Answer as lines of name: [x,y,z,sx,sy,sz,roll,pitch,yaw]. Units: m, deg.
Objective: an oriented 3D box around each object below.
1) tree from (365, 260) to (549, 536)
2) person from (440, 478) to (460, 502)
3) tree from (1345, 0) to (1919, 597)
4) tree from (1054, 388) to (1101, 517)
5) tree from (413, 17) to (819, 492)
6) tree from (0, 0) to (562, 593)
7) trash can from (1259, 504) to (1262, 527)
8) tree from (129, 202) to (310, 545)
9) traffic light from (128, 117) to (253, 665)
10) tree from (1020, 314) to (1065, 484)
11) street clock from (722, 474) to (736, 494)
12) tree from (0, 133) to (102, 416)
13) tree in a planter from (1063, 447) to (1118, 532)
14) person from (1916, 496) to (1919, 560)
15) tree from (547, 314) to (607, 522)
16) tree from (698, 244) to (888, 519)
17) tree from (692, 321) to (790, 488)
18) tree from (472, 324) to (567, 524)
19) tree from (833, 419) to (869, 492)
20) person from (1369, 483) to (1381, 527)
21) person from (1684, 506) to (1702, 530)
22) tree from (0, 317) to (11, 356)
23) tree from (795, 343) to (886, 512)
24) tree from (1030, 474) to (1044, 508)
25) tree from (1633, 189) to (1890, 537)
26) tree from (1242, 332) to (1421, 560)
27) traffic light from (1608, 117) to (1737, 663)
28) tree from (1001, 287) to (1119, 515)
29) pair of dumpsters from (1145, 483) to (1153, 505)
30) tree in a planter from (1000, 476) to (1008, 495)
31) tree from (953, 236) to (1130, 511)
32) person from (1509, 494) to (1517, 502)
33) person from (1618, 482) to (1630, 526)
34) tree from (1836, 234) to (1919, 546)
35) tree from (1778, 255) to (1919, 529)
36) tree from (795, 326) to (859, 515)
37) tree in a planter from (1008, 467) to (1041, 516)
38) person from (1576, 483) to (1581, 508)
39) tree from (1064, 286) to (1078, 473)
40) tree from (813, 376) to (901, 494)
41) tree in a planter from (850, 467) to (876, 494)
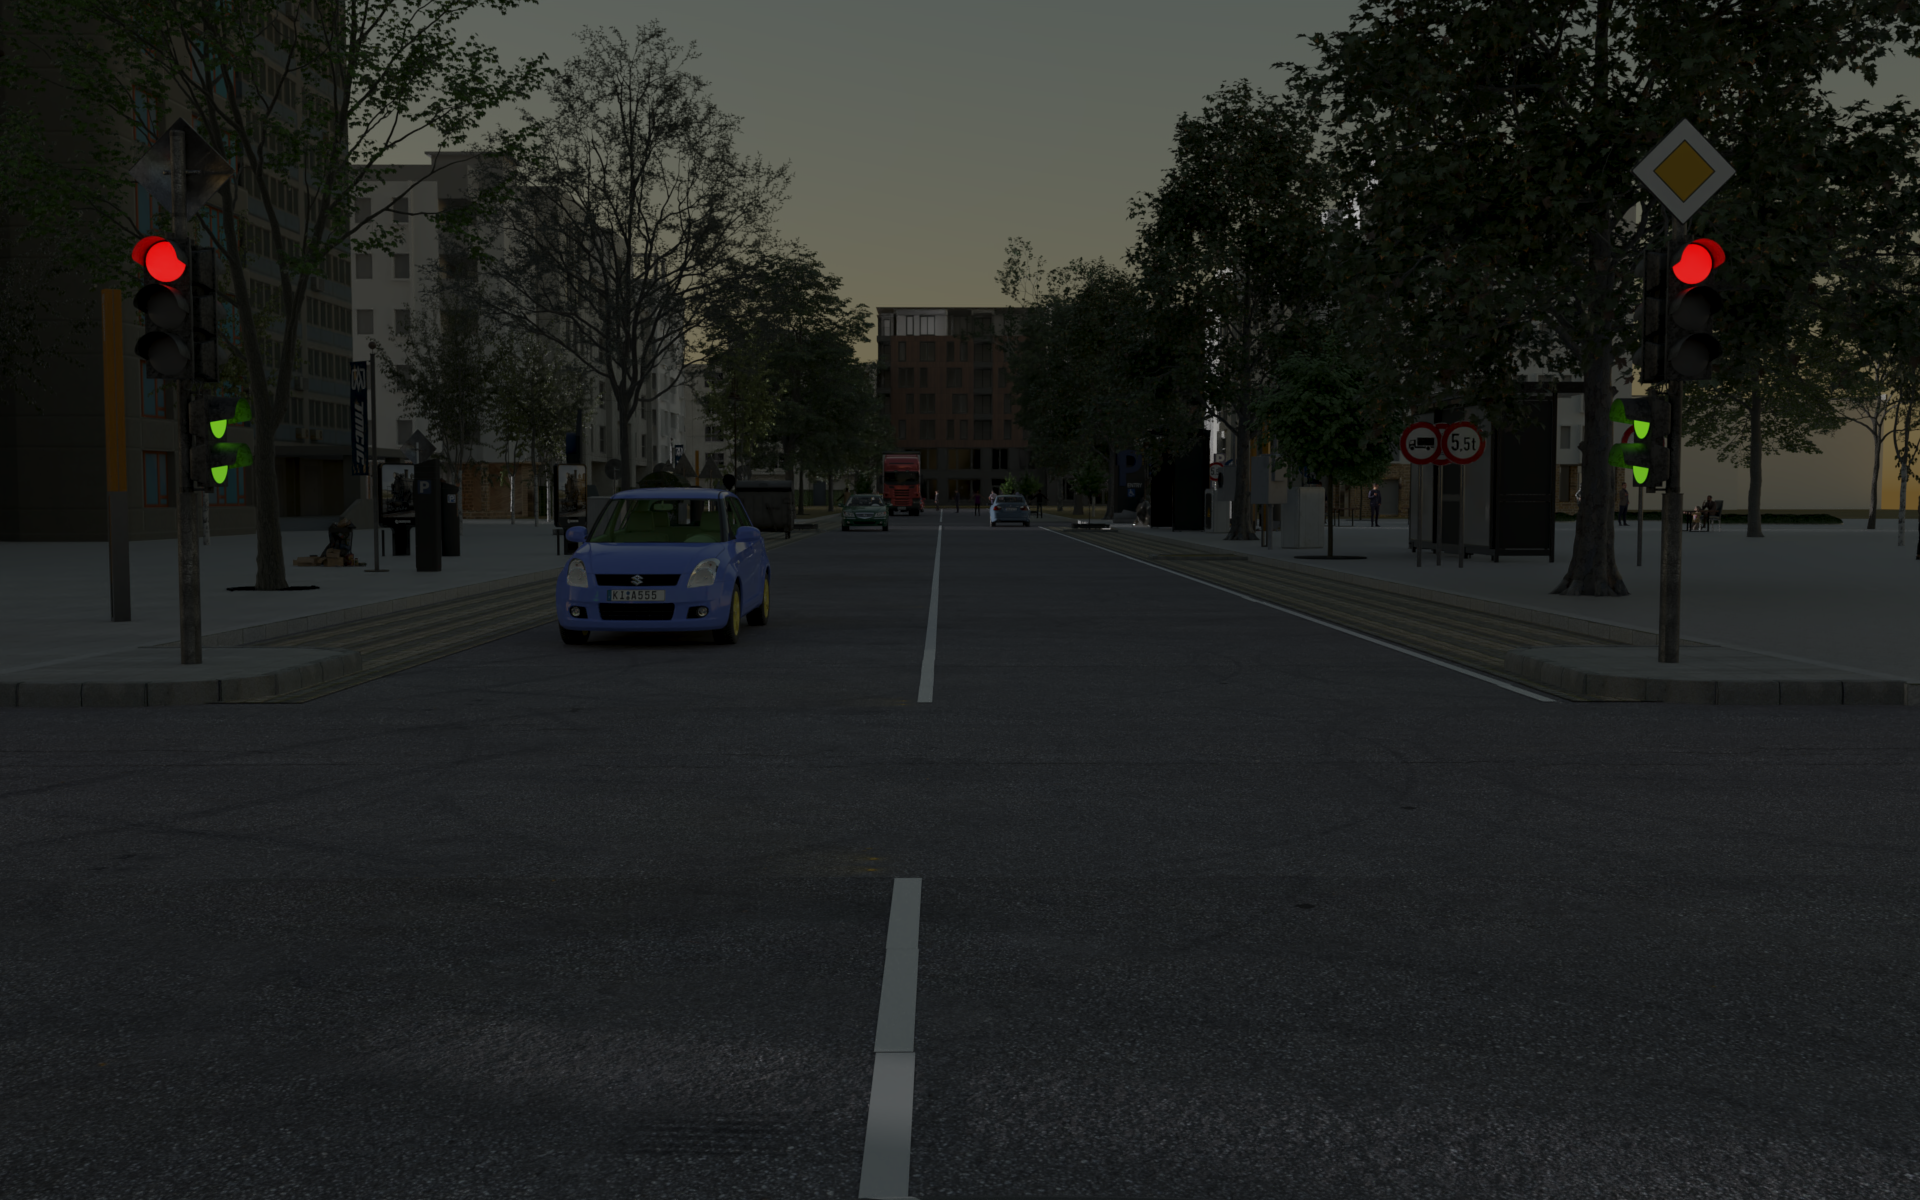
tree: [-15.690,-6.298,53.327,4.360,8.622,3.978,0,3,0]
person: [-14.162,-2.519,48.033,0.742,1.727,0.445,0,4,4]
tree: [8.178,-6.414,21.880,9.611,12.733,9.660,0,3,0]
tree: [7.166,-8.894,95.779,4.360,8.622,3.978,0,3,0]
tree: [-8.722,-8.233,44.975,12.009,13.543,11.850,0,3,0]
tree: [-9.179,-5.944,22.945,9.928,11.665,9.643,0,3,0]
trash can: [11.462,-3.239,64.616,0.748,1.137,0.748,0,3,0]
tree: [-18.829,-5.698,43.519,4.737,8.622,4.395,0,3,0]
traffic light: [-5.793,-1.471,12.976,0.839,4.253,0.868,0,4,-1]
tree: [7.714,-10.370,86.564,9.611,12.733,9.660,0,3,0]
street clock: [-8.284,-3.526,62.227,0.471,2.002,0.358,0,4,3]
tree: [-19.169,-5.097,33.692,4.360,8.622,3.978,0,3,0]
tree in a planter: [4.919,-4.187,65.673,1.991,3.239,1.994,0,4,-1]
person: [18.750,-1.449,33.646,0.340,1.345,0.435,-2,4,-28]
tree: [-16.395,-7.184,67.823,4.360,8.622,3.978,0,3,0]
tree: [-8.571,-11.094,88.043,9.857,13.997,8.962,0,3,0]
tree: [-8.901,-7.392,71.222,4.737,8.622,4.395,0,3,0]
tree: [-18.754,-7.509,73.139,4.737,8.622,4.395,0,3,0]
tree: [-9.525,-11.896,144.861,4.737,8.622,4.395,0,3,0]
person: [16.244,-3.721,67.794,0.541,1.710,0.530,0,4,-6]
person: [26.253,-2.935,61.959,0.695,0.859,0.347,-2,4,-27]
tree: [-18.256,-5.605,26.054,7.601,10.594,8.767,0,4,-2]
tree: [-9.234,-12.765,126.835,7.486,12.596,7.792,0,3,0]
tree: [6.767,-10.224,161.768,1.663,3.219,1.824,0,3,0]
tree: [23.432,-8.128,51.023,7.486,12.596,7.792,0,3,0]
tree: [7.357,-3.107,34.513,4.285,4.588,4.351,0,3,0]
traffic light: [5.387,-1.479,13.100,0.839,4.253,0.868,0,4,-1]
tree: [7.355,-12.207,106.236,9.857,13.997,8.962,0,3,0]
pair of dumpsters: [9.295,-4.567,77.171,1.574,2.255,4.437,0,4,-1]
tree in a planter: [4.176,-8.894,142.635,1.991,3.239,1.994,0,4,-1]
tree: [6.316,-16.657,128.234,12.611,20.169,13.585,0,3,0]
person: [23.365,-3.870,73.228,0.340,1.345,0.435,-2,4,-28]
person: [26.853,-3.865,69.766,0.617,1.759,0.750,-1,4,-20]
tree: [23.551,-5.641,42.598,4.360,8.622,3.978,0,3,0]
tree: [33.634,-7.858,62.889,7.601,10.594,8.767,1,4,11]
tree: [-9.613,-11.016,105.875,9.928,11.665,9.643,0,3,0]
tree in a planter: [4.439,-7.246,115.693,1.991,3.239,1.994,0,4,-1]
person: [24.178,-3.711,67.440,0.376,1.734,0.841,2,4,31]
tree: [7.979,-8.011,47.985,9.611,12.733,9.660,0,3,0]
tree: [-9.716,-15.068,163.363,9.611,12.733,9.660,0,3,0]
tree in a planter: [-6.489,-7.194,114.837,1.991,3.239,1.994,0,4,-1]
